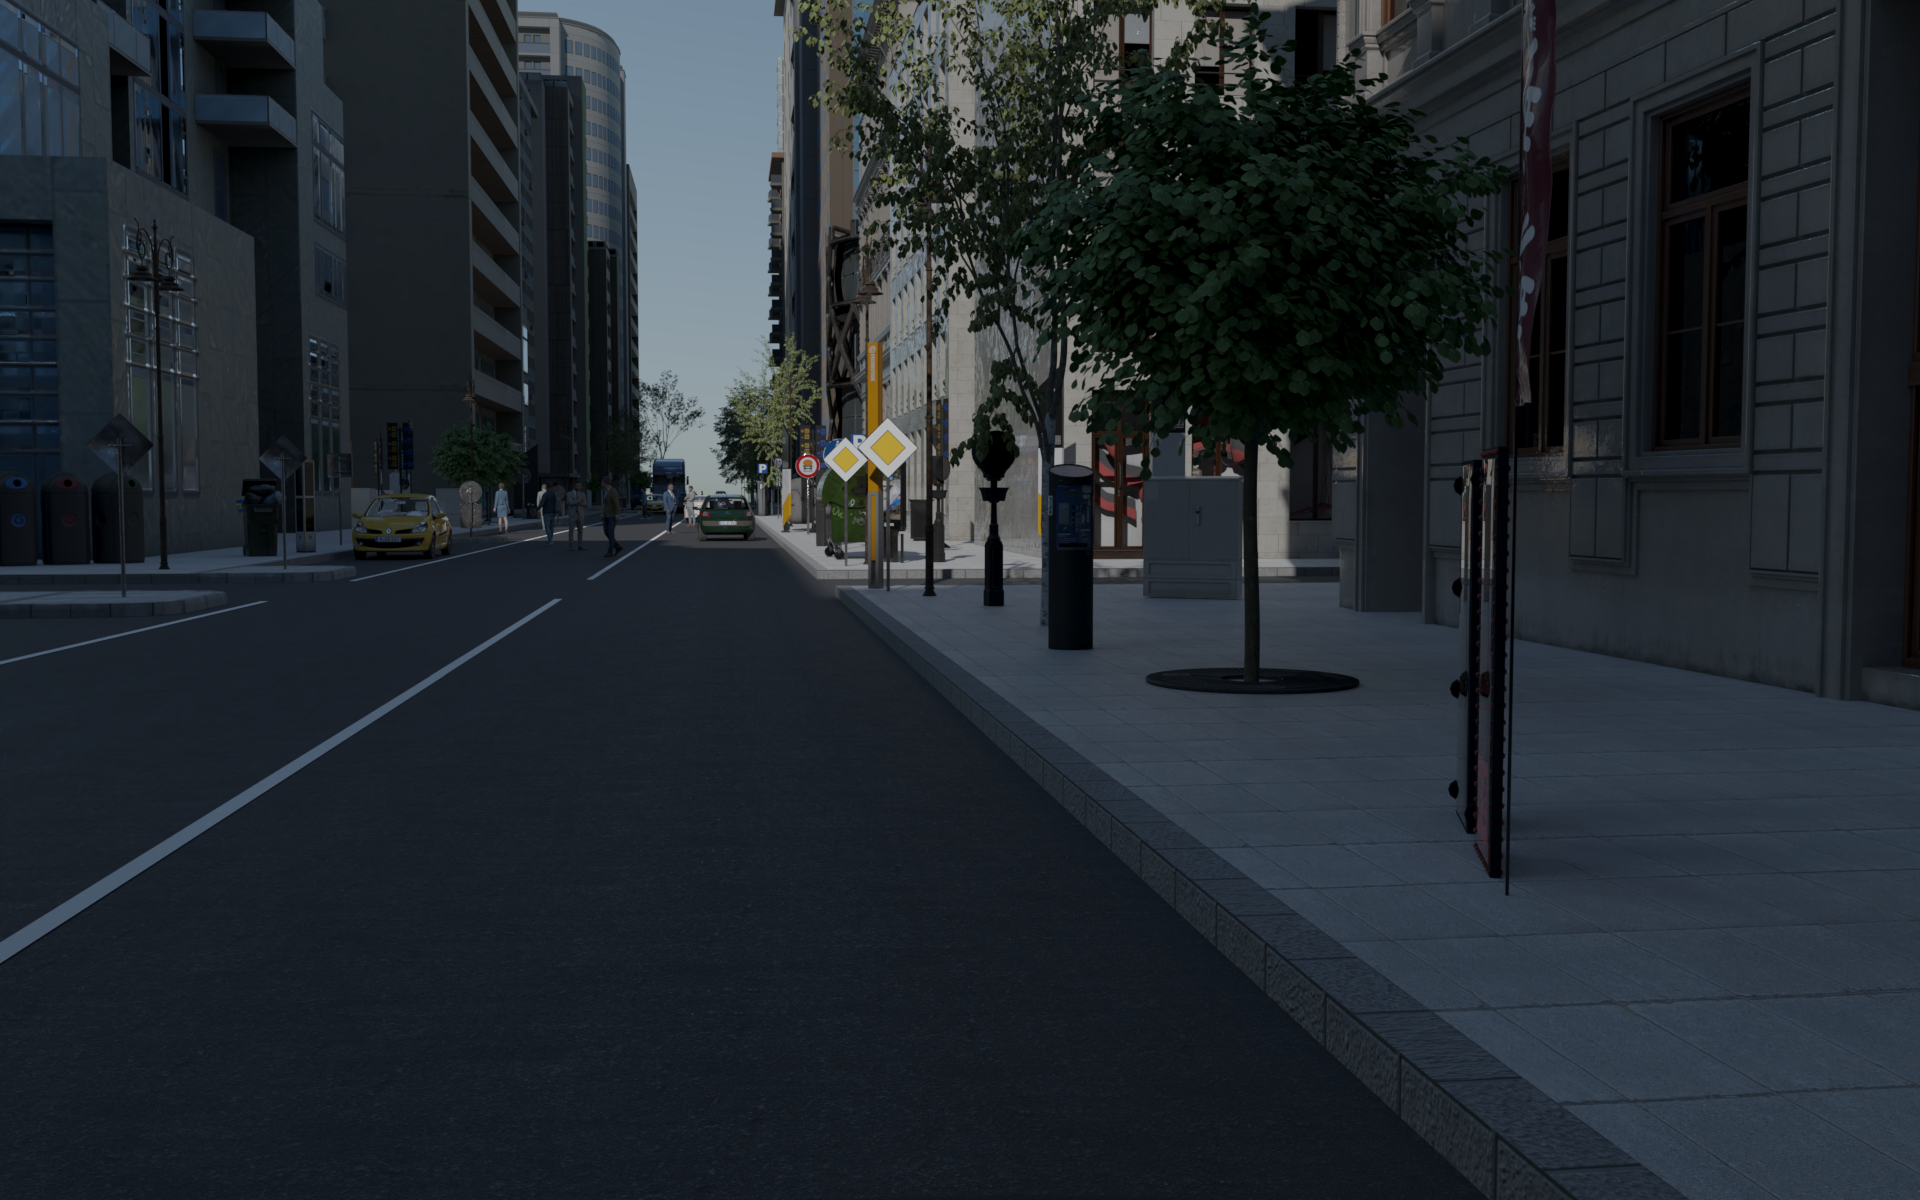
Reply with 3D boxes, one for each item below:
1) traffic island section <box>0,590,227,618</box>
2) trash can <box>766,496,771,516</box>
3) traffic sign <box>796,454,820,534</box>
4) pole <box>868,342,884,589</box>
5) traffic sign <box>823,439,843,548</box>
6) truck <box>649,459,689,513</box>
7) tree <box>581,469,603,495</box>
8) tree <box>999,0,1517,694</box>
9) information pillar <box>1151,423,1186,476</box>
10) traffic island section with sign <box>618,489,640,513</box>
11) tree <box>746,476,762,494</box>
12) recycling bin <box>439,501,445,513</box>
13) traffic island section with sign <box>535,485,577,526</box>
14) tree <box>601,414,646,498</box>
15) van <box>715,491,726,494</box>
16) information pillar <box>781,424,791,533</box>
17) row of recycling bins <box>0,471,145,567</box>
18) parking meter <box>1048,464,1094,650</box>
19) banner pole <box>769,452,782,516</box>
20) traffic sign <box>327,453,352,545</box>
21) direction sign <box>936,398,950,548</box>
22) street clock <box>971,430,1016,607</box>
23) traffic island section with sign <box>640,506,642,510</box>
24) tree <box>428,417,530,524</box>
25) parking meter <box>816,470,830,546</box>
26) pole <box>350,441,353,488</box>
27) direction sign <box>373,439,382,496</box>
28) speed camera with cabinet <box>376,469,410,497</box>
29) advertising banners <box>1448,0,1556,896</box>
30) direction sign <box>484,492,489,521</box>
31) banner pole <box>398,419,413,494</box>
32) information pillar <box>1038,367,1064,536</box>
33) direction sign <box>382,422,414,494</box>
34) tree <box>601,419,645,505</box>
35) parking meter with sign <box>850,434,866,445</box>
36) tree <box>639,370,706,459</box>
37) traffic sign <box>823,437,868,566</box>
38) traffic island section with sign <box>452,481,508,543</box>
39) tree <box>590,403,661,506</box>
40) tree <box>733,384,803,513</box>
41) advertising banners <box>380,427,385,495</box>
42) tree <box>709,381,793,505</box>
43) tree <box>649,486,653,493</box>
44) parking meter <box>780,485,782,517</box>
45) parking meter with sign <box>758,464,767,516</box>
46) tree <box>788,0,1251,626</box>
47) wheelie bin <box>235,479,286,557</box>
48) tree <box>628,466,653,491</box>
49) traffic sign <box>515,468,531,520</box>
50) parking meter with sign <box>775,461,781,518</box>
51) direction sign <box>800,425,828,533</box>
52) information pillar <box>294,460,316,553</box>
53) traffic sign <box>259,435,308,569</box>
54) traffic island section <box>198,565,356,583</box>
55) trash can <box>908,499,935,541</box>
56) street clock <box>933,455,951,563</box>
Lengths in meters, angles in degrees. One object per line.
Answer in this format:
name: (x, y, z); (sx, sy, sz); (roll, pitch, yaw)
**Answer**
traffic island section: (-10.431, 0.044, 21.564); (2.009, 0.180, 2.903); (0, 4, -8)
trash can: (-11.621, -5.594, 103.122); (0.748, 1.137, 0.748); (0, 3, 0)
traffic sign: (-4.817, -3.352, 54.903); (0.768, 2.556, 0.104); (0, 4, -2)
pole: (-1.142, -1.809, 23.425); (0.158, 3.312, 0.155); (0, 3, 0)
traffic sign: (-2.763, -2.433, 39.890); (0.768, 2.556, 0.104); (0, 4, -7)
truck: (-22.898, -9.023, 137.285); (2.967, 4.110, 18.799); (-1, 4, -8)
tree: (-28.718, -8.672, 136.387); (1.663, 3.219, 1.824); (0, 3, 0)
tree: (1.968, -1.714, 11.735); (4.285, 4.588, 4.351); (0, 3, 0)
information pillar: (2.833, -1.964, 23.474); (0.504, 3.616, 0.183); (-1, 4, -13)
traffic island section with sign: (-24.959, -7.321, 128.325); (1.989, 1.847, 2.006); (0, 4, -8)
tree: (-19.310, -10.533, 166.809); (1.663, 3.219, 1.824); (0, 3, 0)
recycling bin: (-18.248, -2.884, 59.709); (0.722, 1.027, 0.722); (3, 5, 39)
traffic island section with sign: (-18.204, -4.279, 78.582); (1.989, 1.847, 2.006); (0, 4, -8)
tree: (-31.506, -12.867, 160.729); (4.737, 8.622, 4.395); (0, 3, 0)
van: (-31.127, -13.375, 225.690); (2.013, 2.044, 4.112); (0, 4, -6)
information pillar: (-5.779, -4.056, 57.668); (0.183, 3.616, 0.504); (-2, 4, -31)
row of recycling bins: (-16.648, -1.476, 31.251); (3.534, 1.692, 1.069); (-3, 5, -45)
parking meter: (0.919, -0.363, 14.344); (0.372, 1.533, 0.369); (0, 3, 0)
banner pole: (-10.800, -6.820, 101.519); (0.863, 3.779, 0.401); (-1, 4, -12)
traffic sign: (-15.498, -2.518, 43.304); (0.606, 2.300, 0.079); (0, 4, -3)
direction sign: (-0.421, -3.019, 41.352); (0.379, 3.537, 0.876); (-1, 4, -19)
street clock: (0.387, -0.932, 19.806); (0.471, 2.002, 0.358); (-1, 4, -20)
traffic island section with sign: (-28.619, -8.973, 155.340); (1.989, 1.847, 2.006); (0, 4, -8)
tree: (-21.073, -5.745, 77.651); (4.285, 4.588, 4.351); (0, 3, 0)
parking meter: (-3.339, -2.252, 42.534); (0.255, 1.863, 0.399); (2, 4, 30)
pole: (-23.238, -4.414, 66.019); (0.158, 3.312, 0.155); (0, 3, 0)
direction sign: (-23.827, -4.831, 70.981); (0.379, 3.537, 0.876); (-3, 5, -41)
speed camera with cabinet: (-24.360, -4.867, 73.917); (0.660, 3.252, 2.038); (1, 4, 22)
advertising banners: (1.839, -0.597, 5.950); (0.090, 3.025, 2.074); (1, 4, 11)
direction sign: (-22.185, -5.457, 81.216); (0.379, 3.537, 0.876); (3, 5, 39)
banner pole: (-18.627, -4.177, 58.303); (0.863, 3.779, 0.401); (2, 4, 35)
information pillar: (1.656, -2.439, 31.240); (0.504, 3.616, 0.183); (2, 4, 28)
direction sign: (-17.722, -3.848, 54.914); (0.876, 3.537, 0.379); (1, 4, 10)
tree: (-32.978, -13.400, 169.454); (4.360, 8.622, 3.978); (0, 3, 0)
parking meter with sign: (-2.674, -3.265, 49.638); (0.543, 3.016, 1.738); (-1, 4, -18)
tree: (-44.003, -24.834, 261.924); (12.611, 20.169, 13.585); (0, 3, 0)
traffic sign: (-2.024, -1.654, 30.679); (0.795, 2.450, 0.064); (0, 4, -8)
traffic island section with sign: (-14.472, -2.606, 51.240); (1.989, 1.847, 2.006); (0, 4, -8)
tree: (-34.675, -14.939, 178.669); (8.767, 10.594, 7.601); (1, 4, 17)
tree: (-12.622, -10.059, 114.824); (4.360, 8.622, 3.978); (0, 3, 0)
advertising banners: (-15.341, -3.045, 45.972); (0.090, 3.025, 2.074); (-1, 4, -17)
tree: (-23.365, -17.674, 195.619); (9.857, 13.997, 8.962); (0, 3, 0)
tree: (-42.582, -15.110, 241.642); (1.663, 3.219, 1.824); (0, 3, 0)
parking meter: (-9.867, -5.566, 96.715); (0.255, 1.863, 0.399); (0, 4, 4)
parking meter with sign: (-11.490, -6.379, 100.554); (0.543, 3.016, 1.738); (-1, 4, -9)
tree: (0.623, -4.059, 16.722); (4.737, 8.622, 4.395); (0, 3, 0)
wheelie bin: (-14.409, -1.703, 35.758); (0.980, 1.594, 0.693); (-2, 4, -31)
tree: (-36.972, -13.264, 200.583); (4.285, 4.588, 4.351); (0, 3, 0)
traffic sign: (-21.479, -5.201, 85.148); (0.768, 2.556, 0.104); (0, 4, -2)
parking meter with sign: (-8.774, -5.788, 90.892); (1.738, 3.016, 0.543); (1, 4, 17)
direction sign: (-4.833, -3.978, 57.045); (0.876, 3.537, 0.379); (-1, 4, -16)
information pillar: (-14.344, -2.045, 37.934); (0.304, 2.012, 0.304); (2, 4, 31)
traffic sign: (-11.484, -1.577, 29.418); (0.795, 2.450, 0.064); (0, 4, -8)
traffic island section: (-11.507, -0.440, 29.477); (2.009, 0.180, 2.903); (0, 4, -8)
trash can: (-1.054, -2.182, 47.328); (0.748, 1.137, 0.748); (0, 3, 0)
street clock: (-0.404, -1.708, 32.489); (0.358, 2.002, 0.471); (2, 4, 35)
